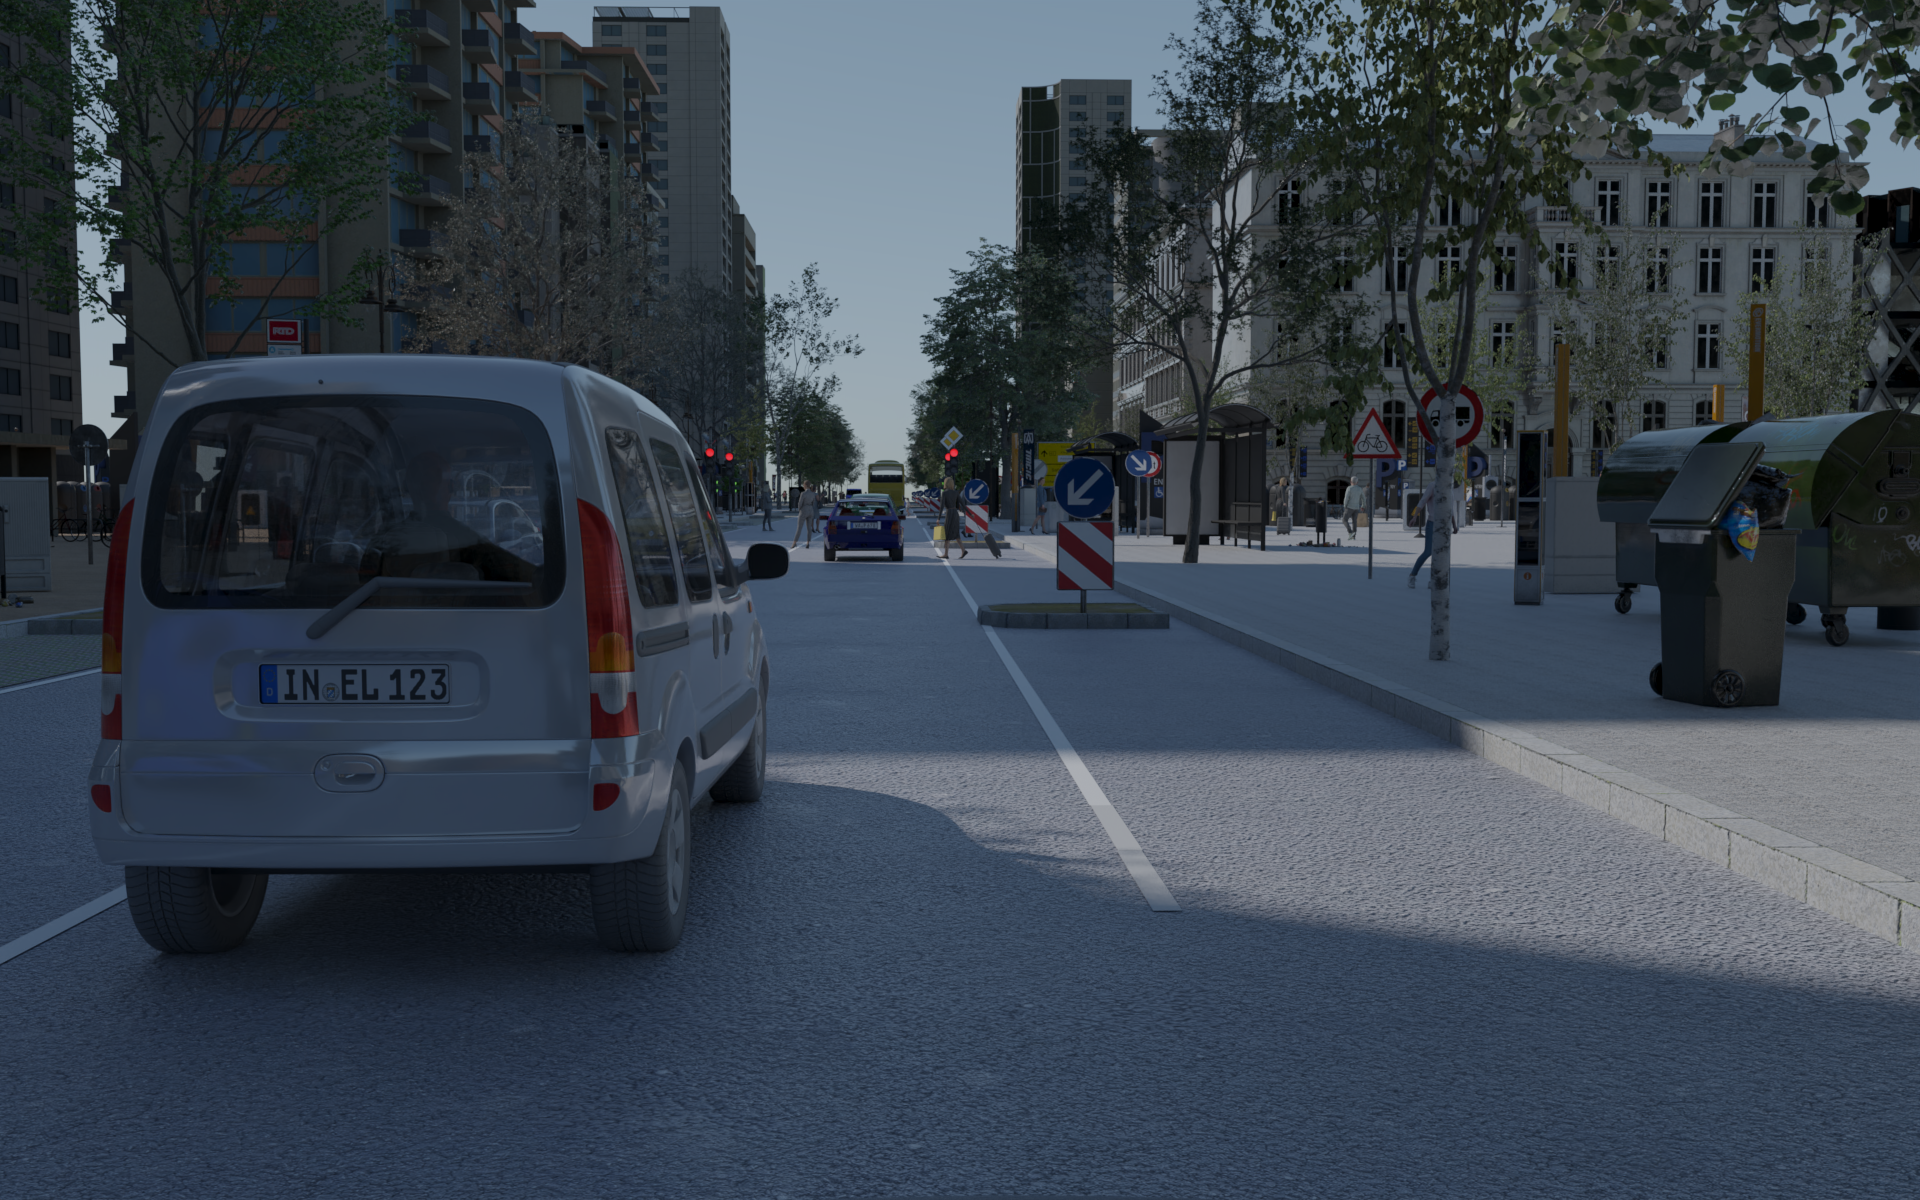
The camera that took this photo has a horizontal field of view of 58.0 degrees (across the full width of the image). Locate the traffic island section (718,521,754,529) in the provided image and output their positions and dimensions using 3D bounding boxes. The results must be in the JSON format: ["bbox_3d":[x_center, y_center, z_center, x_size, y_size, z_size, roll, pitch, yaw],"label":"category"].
[{"bbox_3d":[-10.541,-3.492,79.381,2.009,0.180,2.903,0,4,-2],"label":"traffic island section"}]

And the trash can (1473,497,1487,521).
[{"bbox_3d":[24.722,-4.330,82.451,0.748,1.137,0.748,0,3,0],"label":"trash can"}]

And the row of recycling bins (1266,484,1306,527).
[{"bbox_3d":[12.778,-3.836,69.836,1.069,1.692,3.534,-1,4,-20],"label":"row of recycling bins"}]

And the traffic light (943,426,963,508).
[{"bbox_3d":[-0.276,-5.058,71.618,0.839,4.253,0.868,0,4,-2],"label":"traffic light"}]

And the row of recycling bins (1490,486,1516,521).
[{"bbox_3d":[27.258,-4.690,83.790,3.534,1.692,1.069,-1,4,-15],"label":"row of recycling bins"}]

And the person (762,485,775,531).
[{"bbox_3d":[-7.373,-3.558,66.854,0.526,1.800,0.537,0,4,-5],"label":"person"}]

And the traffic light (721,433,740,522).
[{"bbox_3d":[-10.501,-5.525,79.248,0.839,4.253,0.868,0,4,-2],"label":"traffic light"}]

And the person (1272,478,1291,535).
[{"bbox_3d":[10.094,-2.946,54.433,0.699,1.804,1.509,1,4,16],"label":"person"}]

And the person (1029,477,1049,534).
[{"bbox_3d":[2.533,-2.994,55.019,0.654,1.822,0.581,1,4,12],"label":"person"}]

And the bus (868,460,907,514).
[{"bbox_3d":[-5.244,-8.126,124.405,2.896,3.916,12.252,0,4,-2],"label":"bus"}]

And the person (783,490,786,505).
[{"bbox_3d":[-21.434,-12.484,210.883,0.721,1.743,1.217,-1,4,-15],"label":"person"}]

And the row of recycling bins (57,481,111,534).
[{"bbox_3d":[-29.238,-3.090,57.631,1.069,1.692,3.534,0,3,0],"label":"row of recycling bins"}]

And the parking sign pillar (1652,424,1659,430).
[{"bbox_3d":[26.743,-4.805,67.035,1.447,3.967,1.447,0,4,-7],"label":"parking sign pillar"}]

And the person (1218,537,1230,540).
[{"bbox_3d":[7.354,-2.560,48.254,0.716,1.782,0.532,1,4,19],"label":"person"}]

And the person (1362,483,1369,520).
[{"bbox_3d":[20.023,-4.852,85.179,0.447,1.846,0.655,-1,4,-21],"label":"person"}]

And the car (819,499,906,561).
[{"bbox_3d":[-2.149,-1.576,38.342,1.945,1.354,3.894,0,4,-4],"label":"car"}]

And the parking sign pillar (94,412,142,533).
[{"bbox_3d":[-27.514,-4.208,57.278,1.447,3.967,1.447,2,4,28],"label":"parking sign pillar"}]

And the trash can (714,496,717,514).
[{"bbox_3d":[-15.402,-5.837,107.084,0.748,1.137,0.748,0,3,0],"label":"trash can"}]

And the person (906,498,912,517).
[{"bbox_3d":[-3.265,-5.938,110.600,0.382,1.210,0.505,0,4,-2],"label":"person"}]

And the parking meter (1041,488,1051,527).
[{"bbox_3d":[3.379,-3.650,68.084,0.372,1.533,0.369,0,3,0],"label":"parking meter"}]

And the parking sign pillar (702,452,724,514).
[{"bbox_3d":[-15.648,-7.387,109.249,1.447,3.967,1.447,2,4,28],"label":"parking sign pillar"}]

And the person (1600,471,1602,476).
[{"bbox_3d":[13.768,-1.864,36.797,0.850,1.792,0.678,2,4,29],"label":"person"}]

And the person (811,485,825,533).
[{"bbox_3d":[-5.264,-3.377,64.068,0.716,1.782,0.532,3,5,42],"label":"person"}]

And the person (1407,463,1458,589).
[{"bbox_3d":[6.319,-1.023,23.449,0.731,1.740,0.598,-3,5,-40],"label":"person"}]

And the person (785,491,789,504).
[{"bbox_3d":[-23.143,-13.717,231.037,0.721,1.735,1.217,2,4,33],"label":"person"}]

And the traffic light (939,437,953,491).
[{"bbox_3d":[-0.546,-5.546,79.599,0.839,4.253,0.868,0,4,-2],"label":"traffic light"}]

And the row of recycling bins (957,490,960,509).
[{"bbox_3d":[1.239,-8.617,147.995,3.534,1.692,1.069,2,4,28],"label":"row of recycling bins"}]

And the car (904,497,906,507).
[{"bbox_3d":[-6.092,-9.609,166.691,1.945,1.707,3.694,0,4,-4],"label":"car"}]

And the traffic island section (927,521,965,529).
[{"bbox_3d":[-0.505,-3.513,79.714,2.009,0.180,2.903,0,4,-2],"label":"traffic island section"}]

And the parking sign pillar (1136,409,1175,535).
[{"bbox_3d":[6.294,-4.045,54.604,1.447,3.967,1.447,0,4,6],"label":"parking sign pillar"}]

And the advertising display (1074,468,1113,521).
[{"bbox_3d":[3.355,-2.350,43.634,0.974,1.923,0.123,0,4,2],"label":"advertising display"}]

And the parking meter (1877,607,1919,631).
[{"bbox_3d":[8.920,-0.489,16.411,0.372,1.533,0.369,0,3,0],"label":"parking meter"}]

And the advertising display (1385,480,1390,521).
[{"bbox_3d":[20.334,-4.720,82.387,0.123,1.923,0.974,1,4,19],"label":"advertising display"}]

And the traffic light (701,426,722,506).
[{"bbox_3d":[-10.231,-5.036,71.267,0.839,4.253,0.868,0,4,-2],"label":"traffic light"}]

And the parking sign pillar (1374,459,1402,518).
[{"bbox_3d":[22.647,-6.305,91.560,1.447,3.967,1.447,3,5,41],"label":"parking sign pillar"}]

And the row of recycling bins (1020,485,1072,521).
[{"bbox_3d":[4.452,-4.556,81.599,3.534,1.692,1.069,-1,4,-14],"label":"row of recycling bins"}]

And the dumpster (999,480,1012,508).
[{"bbox_3d":[2.928,-6.987,116.725,1.502,2.255,1.985,0,4,-2],"label":"dumpster"}]

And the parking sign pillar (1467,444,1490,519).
[{"bbox_3d":[26.865,-6.196,89.780,1.447,3.967,1.447,-2,4,-30],"label":"parking sign pillar"}]

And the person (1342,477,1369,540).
[{"bbox_3d":[11.044,-2.551,48.246,0.782,1.767,0.515,-2,4,-25],"label":"person"}]

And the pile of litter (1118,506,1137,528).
[{"bbox_3d":[6.637,-3.177,65.908,1.719,0.858,1.176,0,4,8],"label":"pile of litter"}]

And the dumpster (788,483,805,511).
[{"bbox_3d":[-12.126,-7.790,132.318,1.985,2.255,1.502,0,4,-3],"label":"dumpster"}]

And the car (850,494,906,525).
[{"bbox_3d":[-2.762,-2.583,54.034,2.131,1.459,4.920,0,4,-2],"label":"car"}]

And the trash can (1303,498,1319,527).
[{"bbox_3d":[13.576,-3.375,66.831,0.748,1.137,0.748,0,3,0],"label":"trash can"}]

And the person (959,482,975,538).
[{"bbox_3d":[0.273,-2.970,57.165,0.679,1.850,0.850,2,4,32],"label":"person"}]

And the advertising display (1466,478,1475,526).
[{"bbox_3d":[20.589,-3.966,70.065,0.123,1.923,0.974,0,4,-3],"label":"advertising display"}]

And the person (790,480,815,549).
[{"bbox_3d":[-4.131,-2.246,45.493,0.573,1.790,0.520,2,4,28],"label":"person"}]

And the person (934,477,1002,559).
[{"bbox_3d":[0.170,-1.808,38.282,1.509,1.804,0.699,0,4,-1],"label":"person"}]
